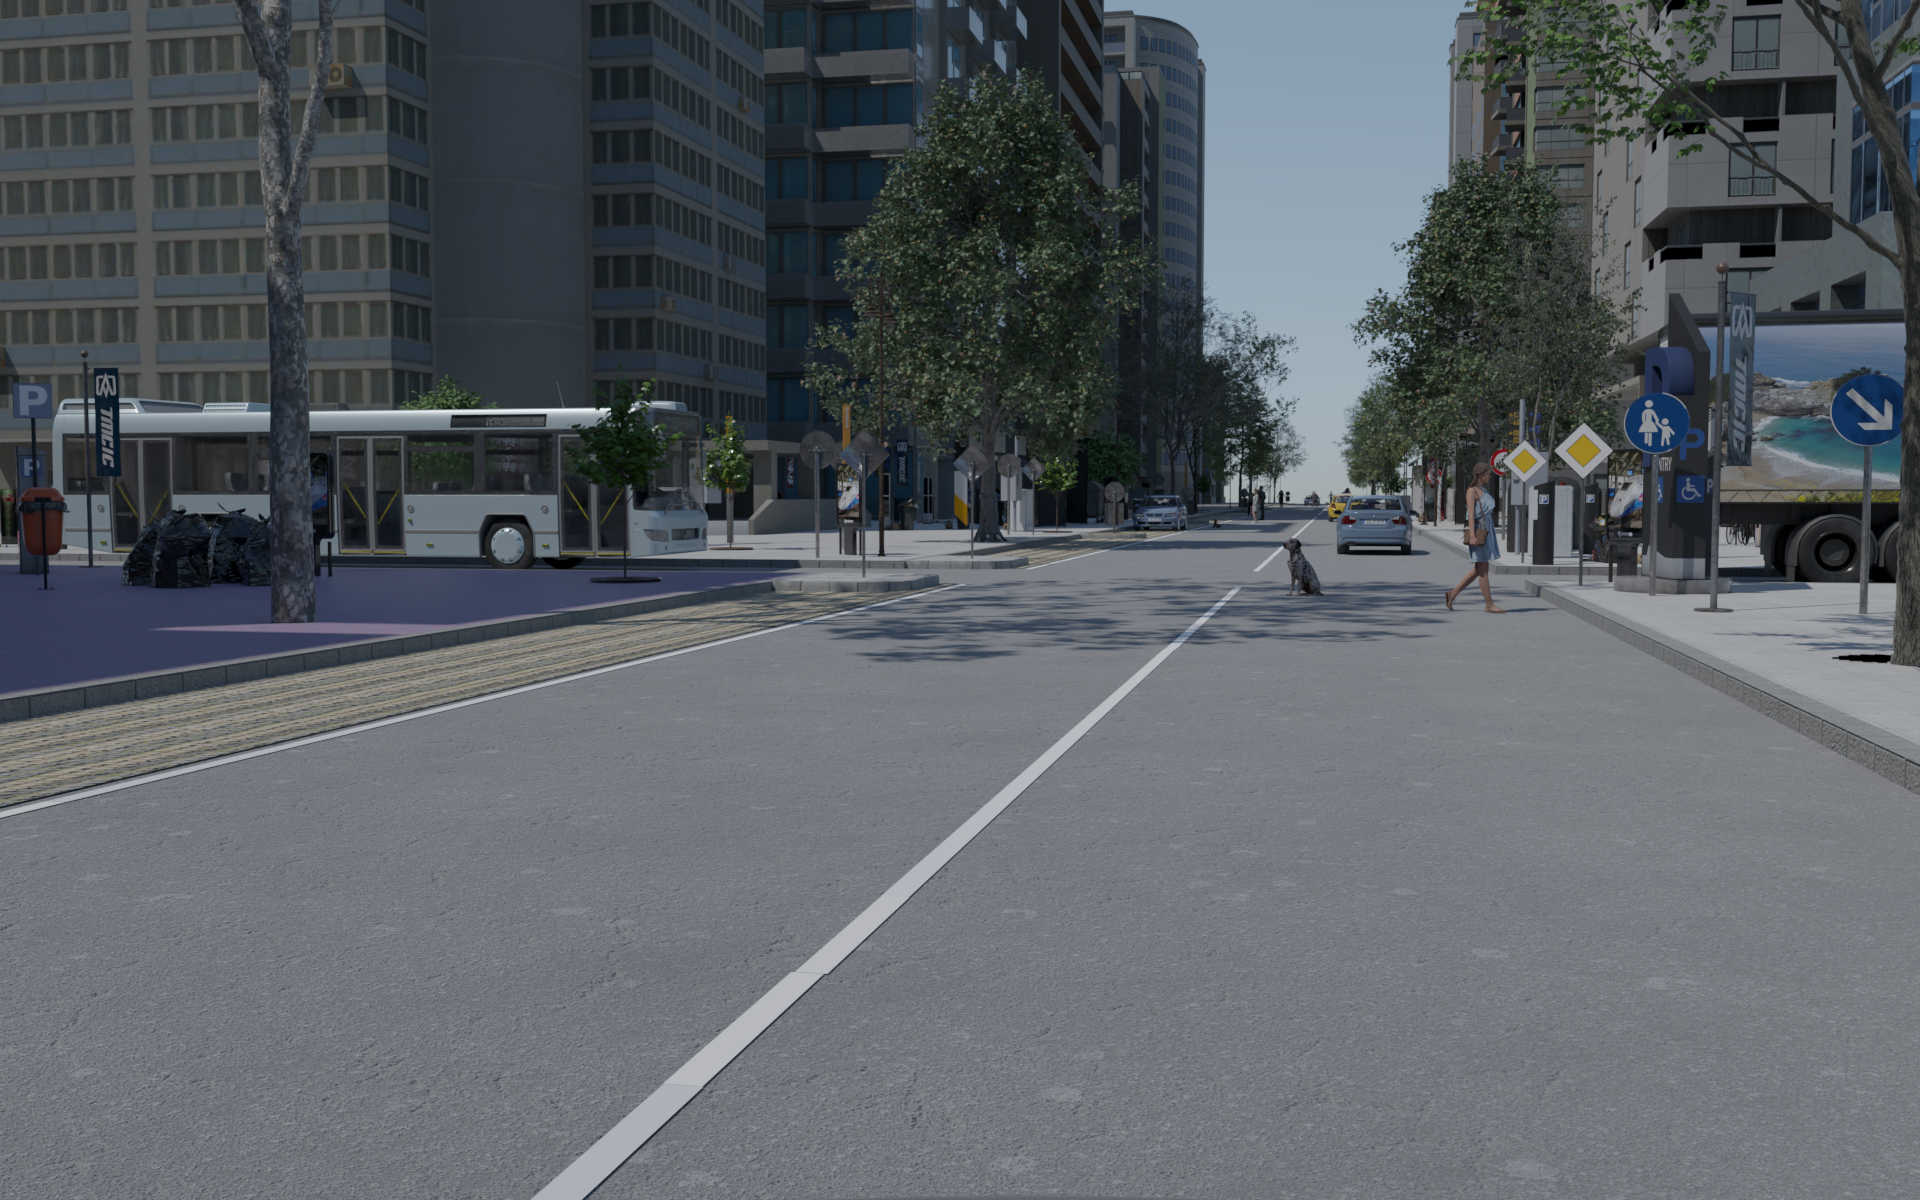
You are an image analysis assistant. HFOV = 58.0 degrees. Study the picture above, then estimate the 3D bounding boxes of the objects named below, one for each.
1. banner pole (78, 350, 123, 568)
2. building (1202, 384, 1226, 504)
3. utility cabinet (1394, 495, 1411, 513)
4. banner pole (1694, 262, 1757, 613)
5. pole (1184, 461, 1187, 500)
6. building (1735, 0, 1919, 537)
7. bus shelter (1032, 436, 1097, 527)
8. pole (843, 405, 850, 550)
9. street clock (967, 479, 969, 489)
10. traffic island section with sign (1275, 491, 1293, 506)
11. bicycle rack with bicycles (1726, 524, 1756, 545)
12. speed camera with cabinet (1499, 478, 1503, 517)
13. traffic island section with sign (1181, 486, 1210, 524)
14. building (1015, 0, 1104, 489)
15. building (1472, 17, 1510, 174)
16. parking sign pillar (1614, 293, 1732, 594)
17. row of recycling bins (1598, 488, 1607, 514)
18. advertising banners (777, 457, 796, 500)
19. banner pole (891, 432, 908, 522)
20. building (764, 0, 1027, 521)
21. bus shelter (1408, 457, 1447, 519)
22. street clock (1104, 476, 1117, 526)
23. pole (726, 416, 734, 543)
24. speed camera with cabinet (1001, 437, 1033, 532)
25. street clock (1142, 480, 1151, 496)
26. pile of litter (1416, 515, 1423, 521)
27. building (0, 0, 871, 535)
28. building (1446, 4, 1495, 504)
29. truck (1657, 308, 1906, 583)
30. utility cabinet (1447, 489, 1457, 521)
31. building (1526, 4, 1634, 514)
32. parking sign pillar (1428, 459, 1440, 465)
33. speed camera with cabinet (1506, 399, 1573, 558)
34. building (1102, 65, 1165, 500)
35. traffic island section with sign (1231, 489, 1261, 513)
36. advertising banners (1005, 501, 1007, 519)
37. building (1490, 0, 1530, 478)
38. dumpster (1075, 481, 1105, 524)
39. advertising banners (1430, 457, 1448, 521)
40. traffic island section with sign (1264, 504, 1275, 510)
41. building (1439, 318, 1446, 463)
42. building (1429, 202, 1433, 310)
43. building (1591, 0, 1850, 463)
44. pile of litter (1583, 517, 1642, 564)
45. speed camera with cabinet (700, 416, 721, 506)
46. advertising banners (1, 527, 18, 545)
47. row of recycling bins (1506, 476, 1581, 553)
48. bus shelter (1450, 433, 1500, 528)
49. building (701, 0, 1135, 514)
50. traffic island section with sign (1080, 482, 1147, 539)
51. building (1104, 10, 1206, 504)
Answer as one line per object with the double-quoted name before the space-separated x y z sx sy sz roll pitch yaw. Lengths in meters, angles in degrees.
"banner pole" -15.022 -2.461 30.249 0.863 3.779 0.401 0 4 8
"building" 22.736 -24.443 244.686 27.650 21.520 28.899 1 4 12
"utility cabinet" 26.510 -5.662 103.734 1.020 1.237 0.306 -2 4 -23
"banner pole" 8.428 -1.769 18.936 0.863 3.779 0.401 -2 4 -33
"pole" 14.031 -6.956 107.580 0.158 3.312 0.155 0 3 0
"building" 38.488 -44.778 44.789 31.000 86.520 22.319 1 4 12
"bus shelter" 4.262 -4.828 70.224 1.731 3.624 6.357 1 4 12
"pole" -2.598 -2.807 39.733 0.158 3.312 0.155 0 3 0
"street clock" 0.291 -4.696 81.349 0.358 2.002 0.471 0 4 3
"traffic island section with sign" 39.495 -12.476 212.605 1.989 1.847 2.006 1 4 12
"bicycle rack with bicycles" 19.740 -1.923 44.819 2.925 0.926 2.852 -3 5 -43
"speed camera with cabinet" 30.572 -6.228 96.169 0.660 3.252 2.038 0 4 -3
"traffic island section with sign" 10.950 -4.556 83.113 1.989 1.847 2.006 1 4 12
"building" -1.907 -30.483 122.105 21.300 48.544 21.600 1 4 12
"building" 54.941 -31.222 160.585 14.600 45.320 14.200 1 4 12
"parking sign pillar" 9.389 -2.095 22.719 1.447 3.967 1.447 0 4 5
"row of recycling bins" 28.115 -4.343 78.124 3.534 1.692 1.069 2 4 32
"advertising banners" -8.320 -5.032 78.454 2.074 3.025 0.090 -2 4 -35
"banner pole" -2.470 -4.858 69.446 0.863 3.779 0.401 0 4 -4
"building" -8.662 -29.164 96.435 23.786 49.044 30.456 1 4 12
"bus shelter" 24.693 -5.950 91.211 2.014 3.302 5.546 1 4 12
"street clock" 6.085 -4.009 70.120 0.471 2.002 0.358 -2 4 -35
"pole" -6.025 -3.149 45.337 0.158 3.312 0.155 0 3 0
"speed camera with cabinet" 1.960 -3.968 59.210 0.660 3.252 2.038 1 4 19
"street clock" 9.260 -4.992 86.183 0.358 2.002 0.471 -2 4 -25
"pile of litter" 22.778 -4.290 84.098 1.719 0.858 1.176 -1 4 -19
"building" -20.686 -22.705 63.108 32.217 40.220 23.993 1 4 12
"building" 70.607 -41.016 212.610 21.231 58.520 28.212 1 4 12
"truck" 16.912 -2.315 26.761 11.283 4.237 2.839 1 4 14
"utility cabinet" 24.445 -4.647 84.658 0.318 1.500 1.173 -1 4 -21
"building" 45.750 -26.578 118.150 14.154 41.232 14.086 1 4 12
"parking sign pillar" 27.874 -6.958 102.240 1.447 3.967 1.447 0 4 -5
"speed camera with cabinet" 11.939 -2.520 35.533 0.660 3.252 2.038 0 4 -2
"building" 11.313 -29.274 162.229 14.154 41.232 14.086 1 4 12
"traffic island section with sign" 21.591 -7.506 131.357 1.989 1.847 2.006 1 4 12
"advertising banners" 2.702 -5.669 88.873 0.090 3.025 2.074 -1 4 -19
"building" 54.363 -29.608 138.721 22.147 44.769 28.867 1 4 12
"dumpster" 5.630 -4.279 75.712 1.264 1.857 1.865 1 4 12
"advertising banners" 22.794 -5.244 81.928 2.074 3.025 0.090 -3 5 -40
"traffic island section with sign" 27.399 -9.118 157.705 1.989 1.847 2.006 1 4 12
"building" 71.435 -33.722 234.942 14.154 41.232 14.086 1 4 12
"building" 74.863 -36.671 249.677 14.600 45.320 14.200 1 4 12
"building" 46.475 -30.198 82.972 28.713 52.752 27.495 1 4 12
"pile of litter" 12.336 -1.138 32.575 1.176 0.858 1.719 1 4 8
"speed camera with cabinet" -6.750 -2.999 43.376 0.660 3.252 2.038 2 4 24
"advertising banners" -24.839 -2.919 43.912 2.074 3.025 0.090 0 4 2
"row of recycling bins" 13.183 -1.962 39.198 1.069 1.692 3.534 2 4 34
"bus shelter" 20.375 -4.740 68.775 1.731 3.624 6.357 1 4 13
"building" -1.847 -27.753 145.644 32.217 40.220 23.993 1 4 12
"traffic island section with sign" 5.012 -2.905 56.128 1.989 1.847 2.006 1 4 12
"building" 18.574 -41.146 214.737 21.231 58.520 28.212 1 4 12
